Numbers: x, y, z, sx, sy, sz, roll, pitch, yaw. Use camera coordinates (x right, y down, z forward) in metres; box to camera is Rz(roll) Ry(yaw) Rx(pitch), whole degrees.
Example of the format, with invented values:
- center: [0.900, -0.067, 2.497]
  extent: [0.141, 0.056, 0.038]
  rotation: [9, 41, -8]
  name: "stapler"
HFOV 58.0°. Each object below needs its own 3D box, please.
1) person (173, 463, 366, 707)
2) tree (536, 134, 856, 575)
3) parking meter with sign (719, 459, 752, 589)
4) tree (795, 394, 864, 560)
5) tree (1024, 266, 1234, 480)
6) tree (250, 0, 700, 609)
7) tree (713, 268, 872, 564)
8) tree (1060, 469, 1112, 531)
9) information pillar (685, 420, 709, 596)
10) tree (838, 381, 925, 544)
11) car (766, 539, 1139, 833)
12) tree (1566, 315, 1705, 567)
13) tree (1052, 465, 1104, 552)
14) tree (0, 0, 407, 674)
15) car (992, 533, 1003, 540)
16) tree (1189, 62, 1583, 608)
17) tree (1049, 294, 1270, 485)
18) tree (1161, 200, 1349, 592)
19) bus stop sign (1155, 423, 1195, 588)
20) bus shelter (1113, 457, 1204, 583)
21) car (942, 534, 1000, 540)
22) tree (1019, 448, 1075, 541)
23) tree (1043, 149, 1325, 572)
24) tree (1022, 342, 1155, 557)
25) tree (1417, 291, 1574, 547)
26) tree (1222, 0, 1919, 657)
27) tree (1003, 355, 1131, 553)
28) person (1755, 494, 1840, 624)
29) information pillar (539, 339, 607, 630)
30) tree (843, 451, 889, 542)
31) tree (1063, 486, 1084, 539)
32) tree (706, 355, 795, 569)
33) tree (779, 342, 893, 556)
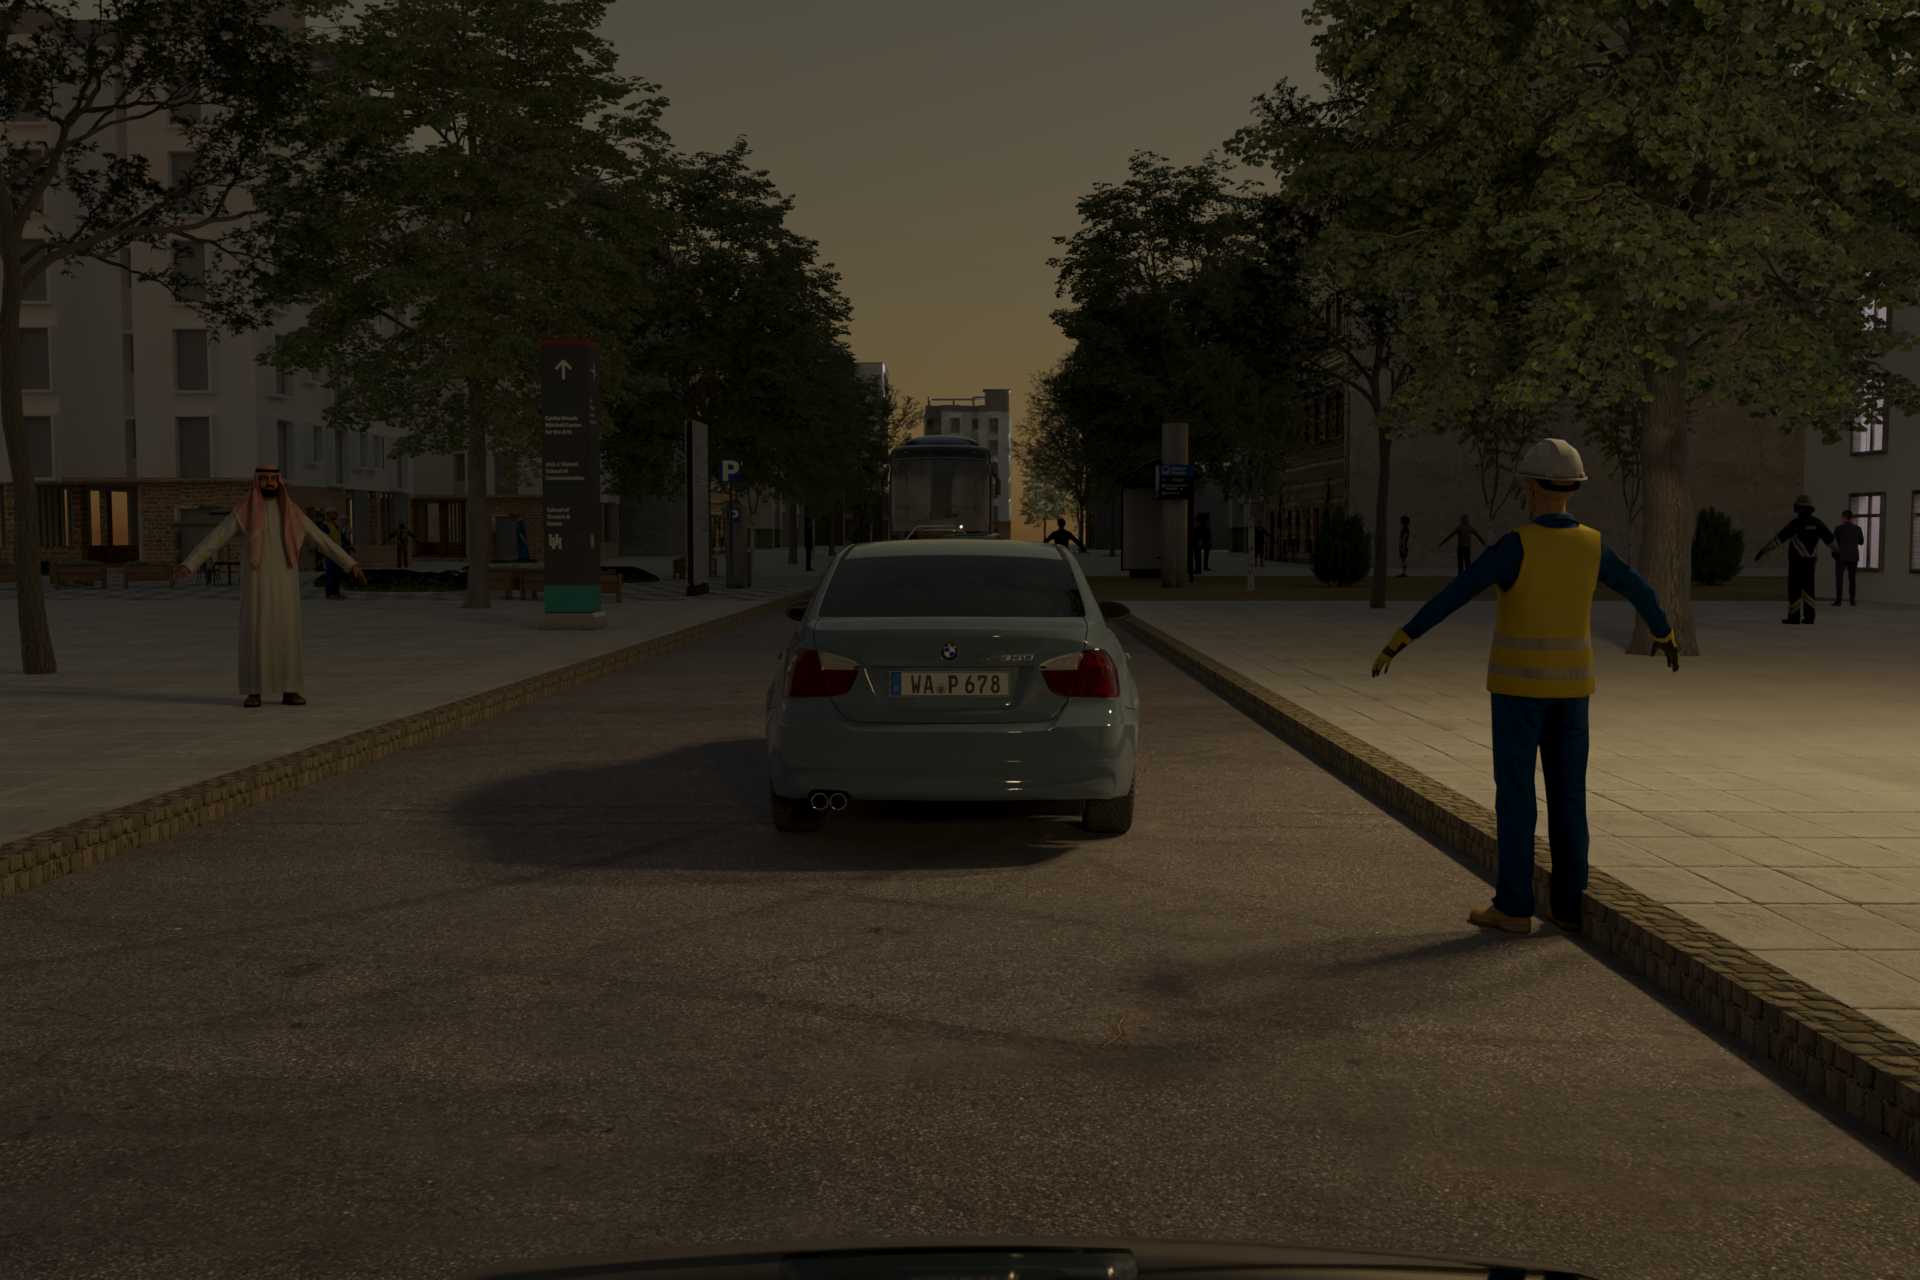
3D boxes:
- center: [-5.149, -0.415, 12.936]
  extent: [1.347, 1.811, 0.704]
  rotation: [-2, 4, -30]
  name: "person"
- center: [-8.180, -9.034, 54.357]
  extent: [9.857, 13.997, 8.962]
  rotation: [0, 3, 0]
  name: "tree"
- center: [-5.281, -2.742, 41.091]
  extent: [0.543, 3.016, 1.738]
  rotation: [0, 4, 3]
  name: "parking meter with sign"
- center: [-6.964, -8.226, 84.851]
  extent: [4.737, 8.622, 4.395]
  rotation: [0, 3, 0]
  name: "tree"
- center: [8.133, -10.326, 79.193]
  extent: [12.009, 13.543, 11.850]
  rotation: [0, 3, 0]
  name: "tree"
- center: [-8.453, -6.848, 30.093]
  extent: [7.486, 12.596, 7.792]
  rotation: [0, 3, 0]
  name: "tree"
- center: [-7.381, -9.524, 73.846]
  extent: [7.486, 12.596, 7.792]
  rotation: [0, 3, 0]
  name: "tree"
- center: [9.353, -11.079, 131.506]
  extent: [4.737, 8.622, 4.395]
  rotation: [0, 3, 0]
  name: "tree"
- center: [-5.542, -2.766, 36.536]
  extent: [0.184, 3.620, 1.656]
  rotation: [0, 4, 2]
  name: "information pillar"
- center: [-6.432, -11.584, 115.151]
  extent: [9.928, 11.665, 9.643]
  rotation: [0, 3, 0]
  name: "tree"
- center: [-0.018, 0.147, 9.599]
  extent: [2.014, 1.417, 4.499]
  rotation: [0, 4, 1]
  name: "car"
- center: [19.619, -6.124, 50.490]
  extent: [4.737, 8.622, 4.395]
  rotation: [0, 3, 0]
  name: "tree"
- center: [8.343, -10.656, 124.592]
  extent: [4.360, 8.622, 3.978]
  rotation: [0, 3, 0]
  name: "tree"
- center: [-8.777, -4.957, 15.464]
  extent: [7.601, 10.594, 8.767]
  rotation: [-2, 4, -33]
  name: "tree"
- center: [1.450, -4.954, 90.045]
  extent: [2.155, 1.783, 4.494]
  rotation: [0, 4, -1]
  name: "car"
- center: [7.590, -5.835, 29.821]
  extent: [7.601, 10.594, 8.767]
  rotation: [-1, 4, -17]
  name: "tree"
- center: [7.838, -8.098, 66.810]
  extent: [8.767, 10.594, 7.601]
  rotation: [0, 4, -4]
  name: "tree"
- center: [6.549, -5.400, 38.655]
  extent: [4.360, 8.622, 3.978]
  rotation: [0, 3, 0]
  name: "tree"
- center: [5.128, -3.203, 41.377]
  extent: [0.837, 3.901, 0.837]
  rotation: [0, 4, 0]
  name: "bus stop sign"
- center: [5.454, -3.320, 48.206]
  extent: [2.014, 3.302, 5.546]
  rotation: [0, 4, 1]
  name: "bus shelter"
- center: [0.232, -1.607, 38.073]
  extent: [2.131, 1.459, 4.920]
  rotation: [0, 4, 1]
  name: "car"
- center: [11.375, -18.683, 223.593]
  extent: [7.486, 12.596, 7.792]
  rotation: [0, 3, 0]
  name: "tree"
- center: [7.268, -9.159, 56.409]
  extent: [9.857, 13.997, 8.962]
  rotation: [0, 3, 0]
  name: "tree"
- center: [8.717, -11.531, 98.894]
  extent: [12.009, 13.543, 11.850]
  rotation: [0, 3, 0]
  name: "tree"
- center: [13.444, -5.700, 43.556]
  extent: [4.737, 8.622, 4.395]
  rotation: [0, 3, 0]
  name: "tree"
- center: [7.428, -6.807, 17.945]
  extent: [9.857, 13.997, 8.962]
  rotation: [0, 3, 0]
  name: "tree"
- center: [8.098, -12.498, 114.719]
  extent: [12.009, 13.543, 11.850]
  rotation: [0, 3, 0]
  name: "tree"
- center: [11.985, -1.150, 24.677]
  extent: [1.351, 1.845, 0.704]
  rotation: [-1, 4, -12]
  name: "person"
- center: [-5.232, -2.077, 23.331]
  extent: [0.750, 3.857, 0.750]
  rotation: [0, 4, 1]
  name: "information pillar"
- center: [-6.967, -11.174, 133.051]
  extent: [4.737, 8.622, 4.395]
  rotation: [0, 3, 0]
  name: "tree"
- center: [15.360, -17.143, 230.651]
  extent: [4.737, 8.622, 4.395]
  rotation: [0, 3, 0]
  name: "tree"
- center: [-7.759, -6.947, 63.943]
  extent: [4.737, 8.622, 4.395]
  rotation: [0, 3, 0]
  name: "tree"
- center: [-7.494, -11.234, 101.803]
  extent: [7.486, 12.596, 7.792]
  rotation: [0, 3, 0]
  name: "tree"
